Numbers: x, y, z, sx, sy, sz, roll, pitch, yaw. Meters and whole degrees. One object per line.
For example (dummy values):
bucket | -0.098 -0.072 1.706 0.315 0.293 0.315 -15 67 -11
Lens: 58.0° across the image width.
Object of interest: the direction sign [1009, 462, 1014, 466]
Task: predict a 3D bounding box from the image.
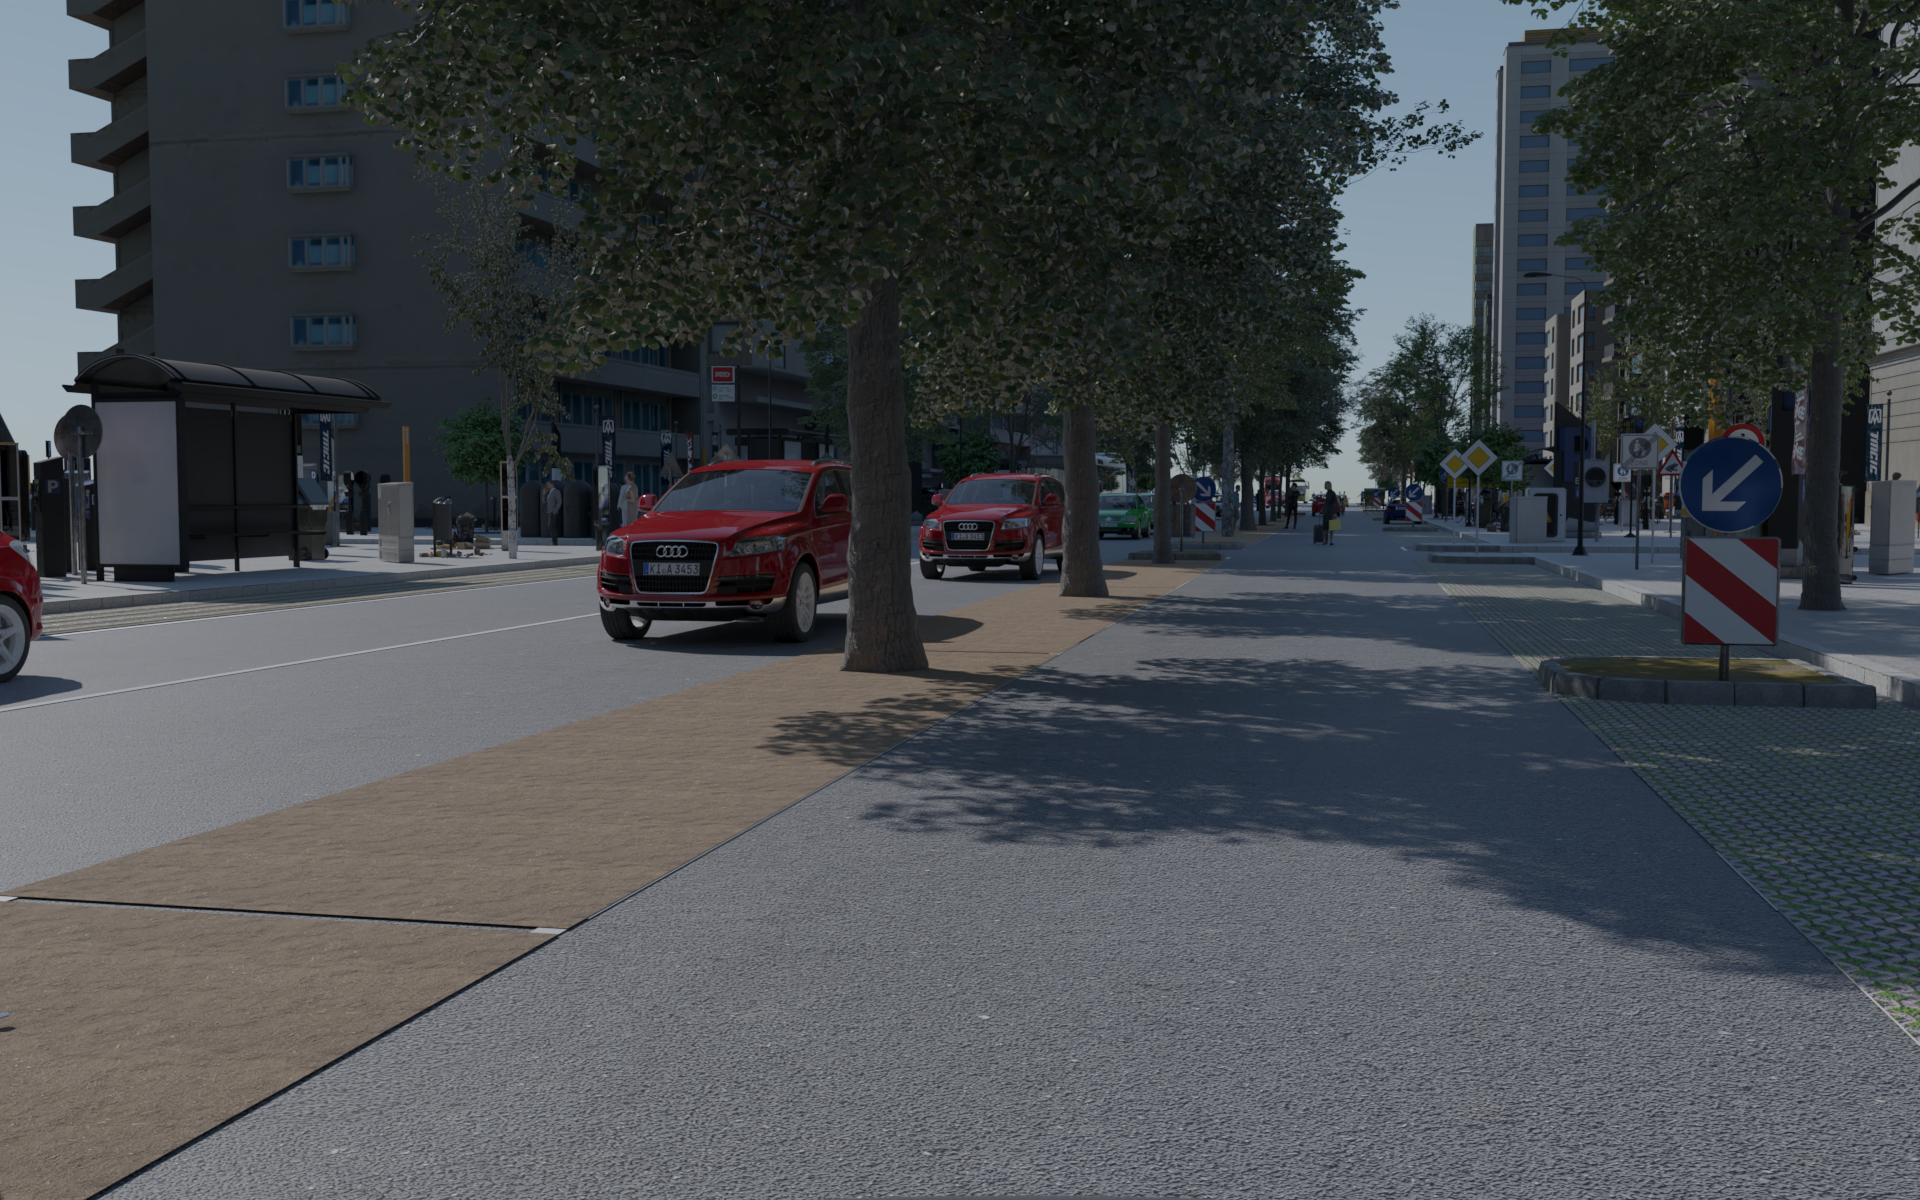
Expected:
direction sign | 3.573 -8.002 122.837 0.876 3.537 0.379 2 4 24

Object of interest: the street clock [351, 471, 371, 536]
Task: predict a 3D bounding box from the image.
street clock | -18.472 -2.999 53.602 0.471 2.002 0.358 0 4 -6

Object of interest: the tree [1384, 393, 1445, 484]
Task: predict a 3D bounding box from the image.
tree | 31.434 -10.348 119.544 4.737 8.622 4.395 0 3 0

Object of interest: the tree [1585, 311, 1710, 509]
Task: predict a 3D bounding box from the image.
tree | 26.421 -7.055 65.718 4.737 8.622 4.395 0 3 0

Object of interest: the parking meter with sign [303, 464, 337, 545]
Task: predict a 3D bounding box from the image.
parking meter with sign | -16.503 -2.880 43.357 1.738 3.016 0.543 0 4 4

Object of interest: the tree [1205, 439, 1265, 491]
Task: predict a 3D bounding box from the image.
tree | 40.991 -20.903 258.777 9.611 12.733 9.660 0 3 0

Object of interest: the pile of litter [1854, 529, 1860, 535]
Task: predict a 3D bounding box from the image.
pile of litter | 27.720 -2.489 54.667 1.176 0.858 1.719 1 4 13

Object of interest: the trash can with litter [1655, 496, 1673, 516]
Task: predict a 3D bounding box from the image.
trash can with litter | 41.254 -5.511 101.497 1.055 1.170 0.624 -2 4 -29

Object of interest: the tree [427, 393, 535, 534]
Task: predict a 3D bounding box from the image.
tree | -15.543 -4.448 56.441 4.285 4.588 4.351 0 3 0

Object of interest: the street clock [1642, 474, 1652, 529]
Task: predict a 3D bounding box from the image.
street clock | 24.879 -3.560 62.777 0.358 2.002 0.471 2 4 32

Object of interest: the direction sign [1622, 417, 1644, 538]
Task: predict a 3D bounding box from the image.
direction sign | 19.812 -3.613 51.070 0.379 3.537 0.876 -1 4 -18

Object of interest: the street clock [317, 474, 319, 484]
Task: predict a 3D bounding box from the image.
street clock | -22.821 -3.462 61.181 0.358 2.002 0.471 -3 4 -38

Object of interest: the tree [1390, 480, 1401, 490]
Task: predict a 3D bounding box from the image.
tree | 51.011 -12.783 203.595 1.663 3.219 1.824 0 3 0

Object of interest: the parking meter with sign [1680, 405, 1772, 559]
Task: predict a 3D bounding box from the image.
parking meter with sign | 15.041 -2.296 33.809 1.738 3.016 0.543 0 4 6

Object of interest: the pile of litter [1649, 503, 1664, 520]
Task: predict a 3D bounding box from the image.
pile of litter | 34.980 -4.498 87.515 1.719 0.858 1.176 -3 5 -41

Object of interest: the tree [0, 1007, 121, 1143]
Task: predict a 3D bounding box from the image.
tree | -2.752 -4.626 3.849 9.928 11.665 9.643 0 3 0

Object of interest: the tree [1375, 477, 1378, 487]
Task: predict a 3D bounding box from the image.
tree | 51.376 -13.701 207.717 4.285 4.588 4.351 0 3 0

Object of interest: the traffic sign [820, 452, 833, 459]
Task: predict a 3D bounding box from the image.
traffic sign | -3.706 -2.802 48.009 0.795 2.593 0.064 1 4 12

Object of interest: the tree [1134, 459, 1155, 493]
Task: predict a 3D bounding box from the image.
tree | 17.113 -10.539 156.031 4.285 4.588 4.351 0 3 0

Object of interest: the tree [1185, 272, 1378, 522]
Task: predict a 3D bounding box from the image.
tree | 16.207 -10.799 89.396 12.009 13.543 11.850 0 3 0

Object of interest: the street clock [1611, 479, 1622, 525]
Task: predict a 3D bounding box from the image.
street clock | 27.574 -4.164 72.655 0.471 2.002 0.358 3 5 43

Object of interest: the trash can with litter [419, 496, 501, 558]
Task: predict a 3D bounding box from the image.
trash can with litter | -10.323 -1.507 35.704 1.678 1.210 2.233 1 4 23

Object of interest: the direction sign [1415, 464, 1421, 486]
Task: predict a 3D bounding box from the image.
direction sign | 29.584 -7.295 111.262 0.379 3.537 0.876 -3 5 -42

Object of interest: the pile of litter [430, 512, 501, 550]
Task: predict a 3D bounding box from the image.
pile of litter | -11.461 -1.620 40.455 1.719 0.858 1.176 -1 4 -11

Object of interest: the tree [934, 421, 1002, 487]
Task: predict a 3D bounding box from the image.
tree | 0.408 -5.761 77.905 4.285 4.588 4.351 0 3 0

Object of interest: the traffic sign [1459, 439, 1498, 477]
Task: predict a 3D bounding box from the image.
traffic sign | 10.954 -2.102 36.565 0.795 2.593 0.064 1 4 12

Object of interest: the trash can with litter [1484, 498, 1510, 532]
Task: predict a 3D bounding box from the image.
trash can with litter | 18.303 -2.892 58.675 1.055 1.170 0.624 2 4 30

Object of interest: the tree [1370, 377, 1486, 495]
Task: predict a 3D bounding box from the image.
tree | 36.245 -12.255 134.781 8.767 10.594 7.601 -1 4 -21

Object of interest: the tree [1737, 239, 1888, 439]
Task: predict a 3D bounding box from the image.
tree | 25.148 -6.152 50.941 4.737 8.622 4.395 0 3 0

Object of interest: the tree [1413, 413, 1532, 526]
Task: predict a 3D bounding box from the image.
tree | 21.557 -5.308 70.497 4.285 4.588 4.351 0 3 0

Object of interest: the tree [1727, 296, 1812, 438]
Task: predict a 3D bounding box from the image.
tree | 28.826 -6.741 60.577 4.360 8.622 3.978 0 3 0

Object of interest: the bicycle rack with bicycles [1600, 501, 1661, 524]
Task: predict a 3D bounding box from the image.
bicycle rack with bicycles | 29.149 -3.775 75.108 2.925 0.926 2.852 -1 4 -17

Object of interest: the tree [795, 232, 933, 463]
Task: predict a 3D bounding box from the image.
tree | -2.687 -8.945 64.370 7.486 12.596 7.792 0 3 0

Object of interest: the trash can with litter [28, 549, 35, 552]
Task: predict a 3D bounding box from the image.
trash can with litter | -20.762 -1.622 37.585 1.678 1.210 2.233 0 4 3

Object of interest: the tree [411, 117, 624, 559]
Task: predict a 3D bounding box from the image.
tree | -8.627 -5.114 33.975 4.360 8.622 3.978 0 3 0

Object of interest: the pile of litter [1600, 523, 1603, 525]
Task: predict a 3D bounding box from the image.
pile of litter | 25.897 -3.526 71.611 1.176 0.858 1.719 0 3 0

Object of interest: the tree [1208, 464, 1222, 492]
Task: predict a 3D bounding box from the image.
tree | 37.131 -18.153 247.161 4.360 8.622 3.978 0 3 0

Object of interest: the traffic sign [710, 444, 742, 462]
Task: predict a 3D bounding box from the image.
traffic sign | -5.438 -2.326 40.213 0.795 2.593 0.064 1 4 12

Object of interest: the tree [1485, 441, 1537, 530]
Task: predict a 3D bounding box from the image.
tree | 19.949 -4.164 62.681 1.663 3.219 1.824 0 3 0

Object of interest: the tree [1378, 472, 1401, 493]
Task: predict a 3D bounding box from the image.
tree | 24.547 -6.387 88.136 4.285 4.588 4.351 0 3 0

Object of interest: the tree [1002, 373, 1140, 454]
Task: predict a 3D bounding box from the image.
tree | 7.706 -12.495 114.668 12.009 13.543 11.850 0 3 0

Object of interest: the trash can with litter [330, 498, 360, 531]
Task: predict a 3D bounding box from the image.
trash can with litter | -21.188 -2.969 59.935 1.055 1.170 0.624 -2 4 -34

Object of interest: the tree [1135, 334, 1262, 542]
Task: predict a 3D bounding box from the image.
tree | 6.499 -5.836 48.233 4.737 8.622 4.395 0 3 0

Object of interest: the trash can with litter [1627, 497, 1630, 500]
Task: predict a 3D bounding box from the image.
trash can with litter | 42.297 -6.007 109.608 0.624 1.170 1.055 0 4 -6

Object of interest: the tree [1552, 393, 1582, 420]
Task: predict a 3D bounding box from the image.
tree | 36.623 -9.160 100.136 4.737 8.622 4.395 0 3 0

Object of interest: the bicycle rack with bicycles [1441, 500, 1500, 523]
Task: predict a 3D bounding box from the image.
bicycle rack with bicycles | 23.117 -3.898 77.118 2.925 0.926 2.852 -2 4 -28

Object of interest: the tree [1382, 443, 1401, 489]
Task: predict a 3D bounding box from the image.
tree | 54.305 -16.312 217.064 4.360 8.622 3.978 0 3 0

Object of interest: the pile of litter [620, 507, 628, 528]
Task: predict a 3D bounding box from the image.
pile of litter | -12.613 -3.121 64.990 1.719 0.858 1.176 0 4 0

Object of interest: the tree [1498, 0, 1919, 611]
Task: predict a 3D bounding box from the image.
tree | 9.590 -6.135 18.438 7.486 12.596 7.792 0 3 0

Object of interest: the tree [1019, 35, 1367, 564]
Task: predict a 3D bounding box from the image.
tree | 4.165 -6.980 34.713 7.486 12.596 7.792 0 3 0

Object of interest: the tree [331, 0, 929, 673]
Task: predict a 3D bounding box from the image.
tree | -0.624 -6.390 13.584 9.857 13.997 8.962 0 3 0

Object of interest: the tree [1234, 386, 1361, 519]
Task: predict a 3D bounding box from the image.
tree | 20.390 -10.473 108.095 8.767 10.594 7.601 1 4 12

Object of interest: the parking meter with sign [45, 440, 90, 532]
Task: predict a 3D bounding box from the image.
parking meter with sign | -28.869 -3.695 56.678 1.738 3.016 0.543 -1 4 -19

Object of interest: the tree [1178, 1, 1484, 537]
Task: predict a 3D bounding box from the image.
tree | 9.936 -12.094 56.091 12.611 20.169 13.585 0 3 0

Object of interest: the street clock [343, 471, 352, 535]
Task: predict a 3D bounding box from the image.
street clock | -19.216 -3.055 54.523 0.358 2.002 0.471 0 4 -3

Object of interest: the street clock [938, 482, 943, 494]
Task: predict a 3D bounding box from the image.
street clock | -1.202 -6.315 107.822 0.358 2.002 0.471 1 4 11

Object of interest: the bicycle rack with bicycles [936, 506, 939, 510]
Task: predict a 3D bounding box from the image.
bicycle rack with bicycles | -1.943 -4.989 94.948 2.925 0.926 2.852 -1 4 -17
